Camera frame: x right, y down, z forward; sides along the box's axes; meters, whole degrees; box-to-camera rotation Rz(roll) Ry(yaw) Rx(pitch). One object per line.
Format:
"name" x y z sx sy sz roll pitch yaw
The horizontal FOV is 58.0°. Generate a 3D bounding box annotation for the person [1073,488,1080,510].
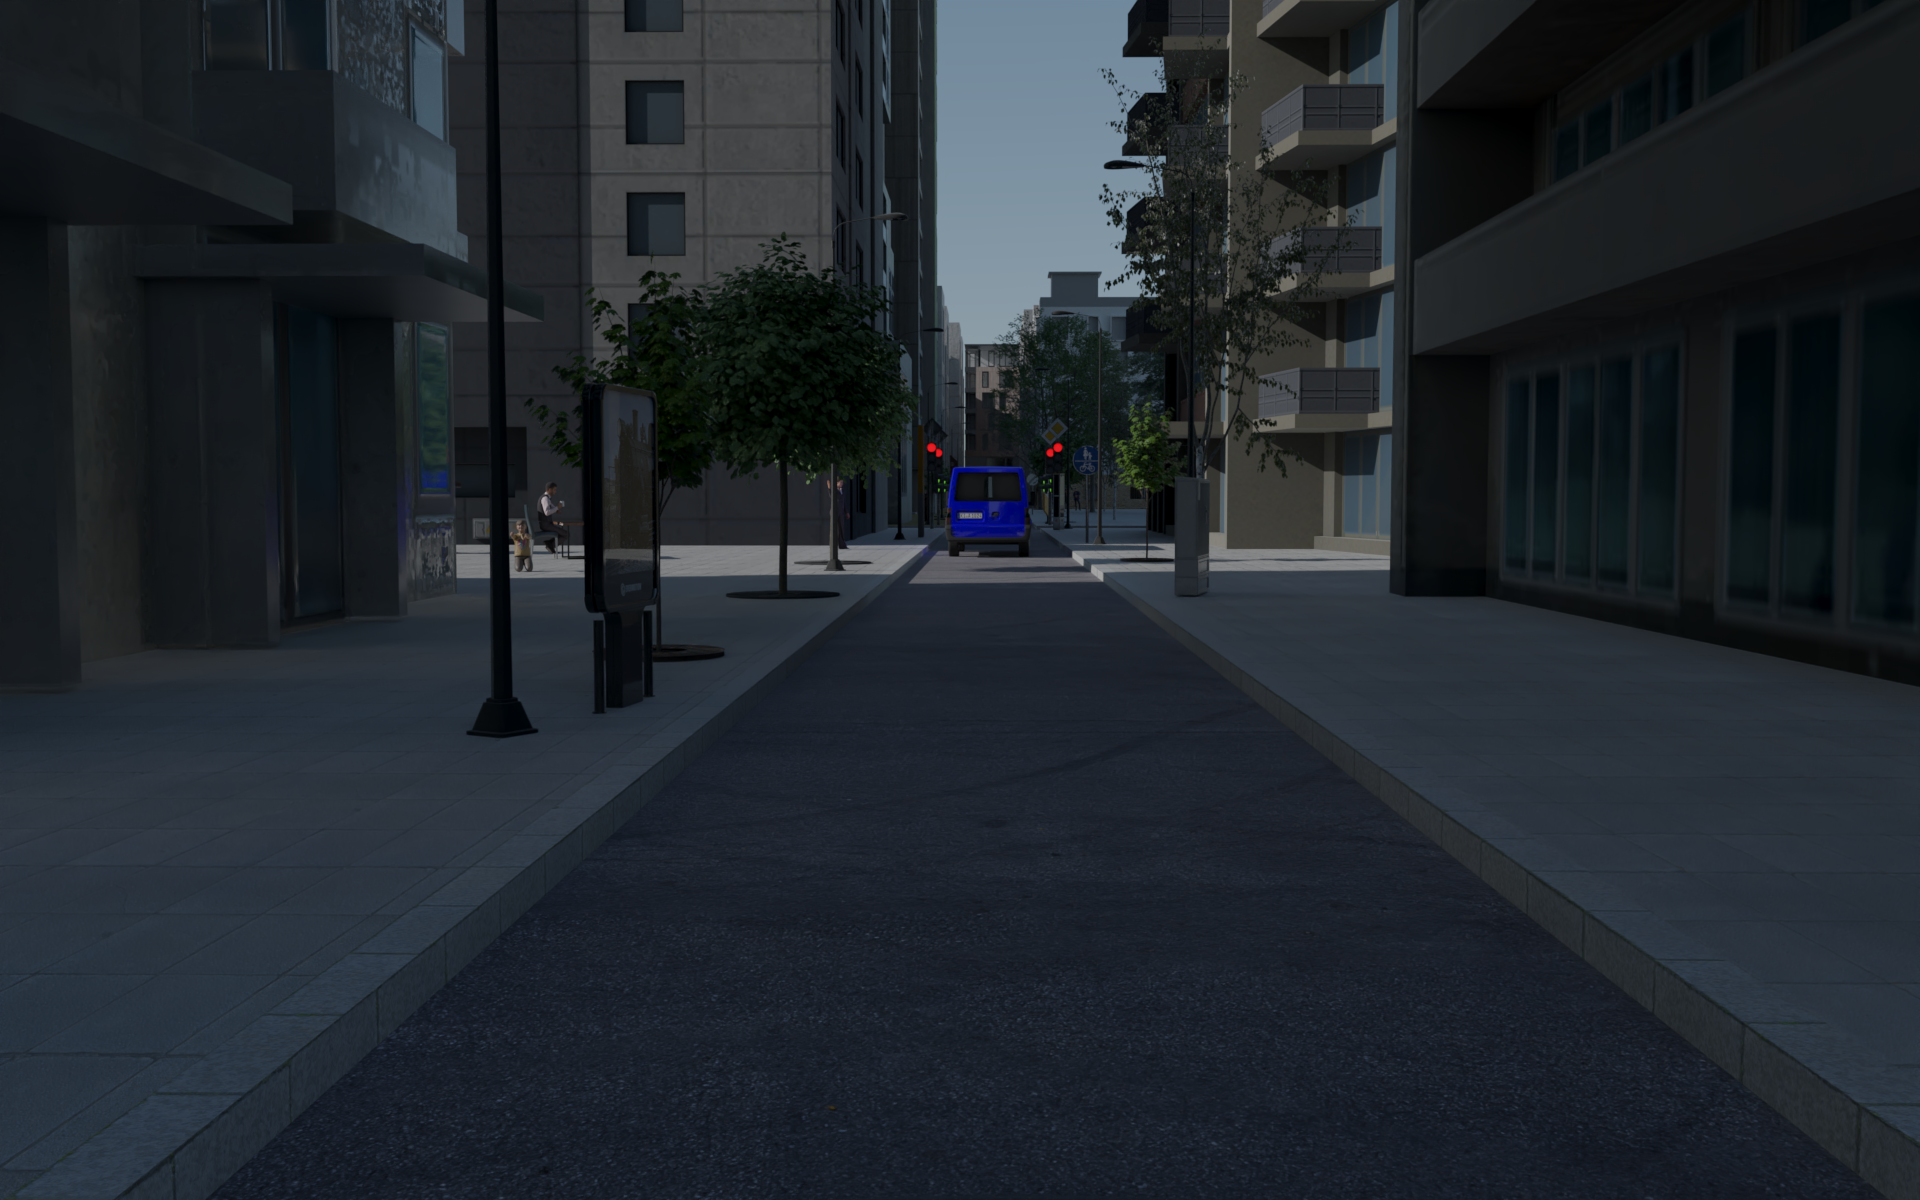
"person" 9.109 -7.858 134.967 0.683 1.767 0.568 1 4 15

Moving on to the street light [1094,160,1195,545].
"street light" 2.697 -3.162 24.243 1.470 5.913 1.316 0 4 1

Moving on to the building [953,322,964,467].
"building" -8.137 -20.058 194.403 16.747 18.905 31.486 0 4 1

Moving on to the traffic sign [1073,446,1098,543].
"traffic sign" 3.352 -2.783 45.606 0.768 2.556 0.104 0 4 6

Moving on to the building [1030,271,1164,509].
"building" 14.216 -18.128 152.811 16.016 20.091 11.380 0 4 1

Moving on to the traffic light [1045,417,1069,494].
"traffic light" 3.566 -4.571 63.649 0.839 4.253 0.868 0 4 1

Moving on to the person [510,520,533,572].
"person" -7.228 -0.894 28.583 0.347 0.859 0.695 -1 4 -12

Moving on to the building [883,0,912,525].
"building" -13.378 -47.292 85.889 22.319 86.520 31.000 0 4 1

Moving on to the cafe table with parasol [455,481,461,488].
"cafe table with parasol" -12.061 -1.983 37.283 2.610 1.966 2.610 -1 4 -21

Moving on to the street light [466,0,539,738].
"street light" -1.909 -2.235 9.077 1.470 5.913 1.316 0 4 1

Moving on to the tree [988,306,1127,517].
"tree" 5.368 -10.367 95.257 9.928 11.665 9.643 0 3 0

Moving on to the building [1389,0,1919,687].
"building" 16.032 -23.647 10.332 21.300 48.544 21.600 0 4 1

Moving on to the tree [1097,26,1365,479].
"tree" 3.998 -4.733 27.748 4.360 8.622 3.978 0 3 0

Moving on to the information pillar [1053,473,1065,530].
"information pillar" 3.532 -3.513 61.925 0.304 2.012 0.304 3 4 38

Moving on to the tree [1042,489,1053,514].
"tree" 6.175 -7.323 114.328 1.663 3.219 1.824 0 3 0

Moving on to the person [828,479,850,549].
"person" -2.822 -2.029 40.024 0.445 1.727 0.742 0 4 8

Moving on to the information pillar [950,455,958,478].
"information pillar" -0.377 -6.817 102.818 0.504 3.616 0.183 0 4 -3

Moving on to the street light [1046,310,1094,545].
"street light" 3.013 -4.367 43.942 1.470 5.913 1.316 0 4 1

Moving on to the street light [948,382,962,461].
"street light" -0.773 -6.071 71.807 1.470 5.913 1.316 0 4 1

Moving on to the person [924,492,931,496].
"person" -1.651 -5.236 93.528 0.647 1.594 0.662 -3 5 -43

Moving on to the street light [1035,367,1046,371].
"street light" 3.436 -5.572 63.639 1.470 5.913 1.316 0 4 1

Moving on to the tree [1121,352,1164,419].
"tree" 15.123 -12.411 109.570 9.857 13.997 8.962 0 3 0

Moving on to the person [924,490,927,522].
"person" -1.552 -4.393 80.146 0.388 1.546 0.482 -1 4 -18

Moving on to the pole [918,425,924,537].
"pole" -1.150 -3.507 51.183 0.158 3.312 0.155 0 3 0

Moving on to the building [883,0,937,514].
"building" -8.680 -26.095 110.252 14.154 41.232 14.086 0 4 1

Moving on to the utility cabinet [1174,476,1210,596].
"utility cabinet" 2.981 -0.821 22.109 0.318 1.500 1.173 1 4 15

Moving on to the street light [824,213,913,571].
"street light" -1.553 -3.439 28.775 1.470 5.913 1.316 0 4 1

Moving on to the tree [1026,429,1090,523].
"tree" 4.580 -5.800 78.547 4.285 4.588 4.351 0 3 0

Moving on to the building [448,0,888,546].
"building" -13.133 -37.488 51.174 20.611 71.187 20.563 0 4 1

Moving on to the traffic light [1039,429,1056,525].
"traffic light" 3.711 -5.059 71.633 0.839 4.253 0.868 0 4 1

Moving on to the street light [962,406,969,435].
"street light" -0.416 -7.282 91.607 1.470 5.913 1.316 0 4 1

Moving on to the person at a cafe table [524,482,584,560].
"person at a cafe table" -7.795 -1.583 34.390 1.622 1.524 1.698 -1 4 -19

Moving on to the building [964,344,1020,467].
"building" 17.089 -24.586 245.956 32.646 21.610 27.936 0 4 1

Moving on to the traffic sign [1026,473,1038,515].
"traffic sign" 4.487 -6.555 107.283 0.768 2.556 0.104 0 4 4

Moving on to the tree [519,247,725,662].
"tree" -2.349 -1.170 13.739 1.663 3.219 1.824 0 3 0

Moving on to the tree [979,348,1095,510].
"tree" 6.357 -14.021 139.612 12.009 13.543 11.850 0 3 0

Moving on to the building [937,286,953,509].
"building" -9.619 -18.137 162.997 16.747 18.905 31.486 0 4 1

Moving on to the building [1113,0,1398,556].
"building" 15.971 -24.002 47.063 22.147 44.769 28.867 0 4 1

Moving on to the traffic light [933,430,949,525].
"traffic light" -0.870 -5.063 71.700 0.839 4.253 0.868 0 4 1

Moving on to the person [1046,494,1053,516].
"person" 5.249 -5.749 102.737 0.574 1.496 0.600 3 4 36

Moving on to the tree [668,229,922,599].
"tree" -2.307 -2.320 21.647 4.285 4.588 4.351 0 3 0

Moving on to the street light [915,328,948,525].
"street light" -1.155 -4.644 48.472 1.470 5.913 1.316 0 4 1

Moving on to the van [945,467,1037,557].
"van" 0.726 -2.256 41.277 2.240 2.365 5.245 0 4 2

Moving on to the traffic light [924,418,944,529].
"traffic light" -1.015 -4.575 63.716 0.839 4.253 0.868 0 4 1

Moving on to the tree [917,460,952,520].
"tree" -1.059 -5.622 86.515 1.663 3.219 1.824 0 3 0

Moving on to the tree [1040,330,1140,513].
"tree" 9.307 -12.329 119.703 7.486 12.596 7.792 0 3 0

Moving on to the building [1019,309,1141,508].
"building" 14.616 -18.824 174.237 16.747 18.905 31.486 0 4 1

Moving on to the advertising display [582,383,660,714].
"advertising display" -2.043 -0.323 10.500 0.123 1.923 0.974 1 4 9

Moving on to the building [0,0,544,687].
"building" -16.254 -23.761 8.107 23.786 49.044 30.456 0 4 1

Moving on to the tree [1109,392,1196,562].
"tree" 3.701 -2.350 33.018 1.663 3.219 1.824 0 3 0

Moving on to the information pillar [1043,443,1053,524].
"information pillar" 3.763 -5.070 74.244 0.183 3.616 0.504 3 5 42

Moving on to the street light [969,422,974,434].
"street light" 0.022 -8.515 111.755 1.470 5.913 1.316 0 4 1

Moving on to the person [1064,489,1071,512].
"person" 7.683 -7.172 124.778 0.593 1.643 0.415 1 4 11
